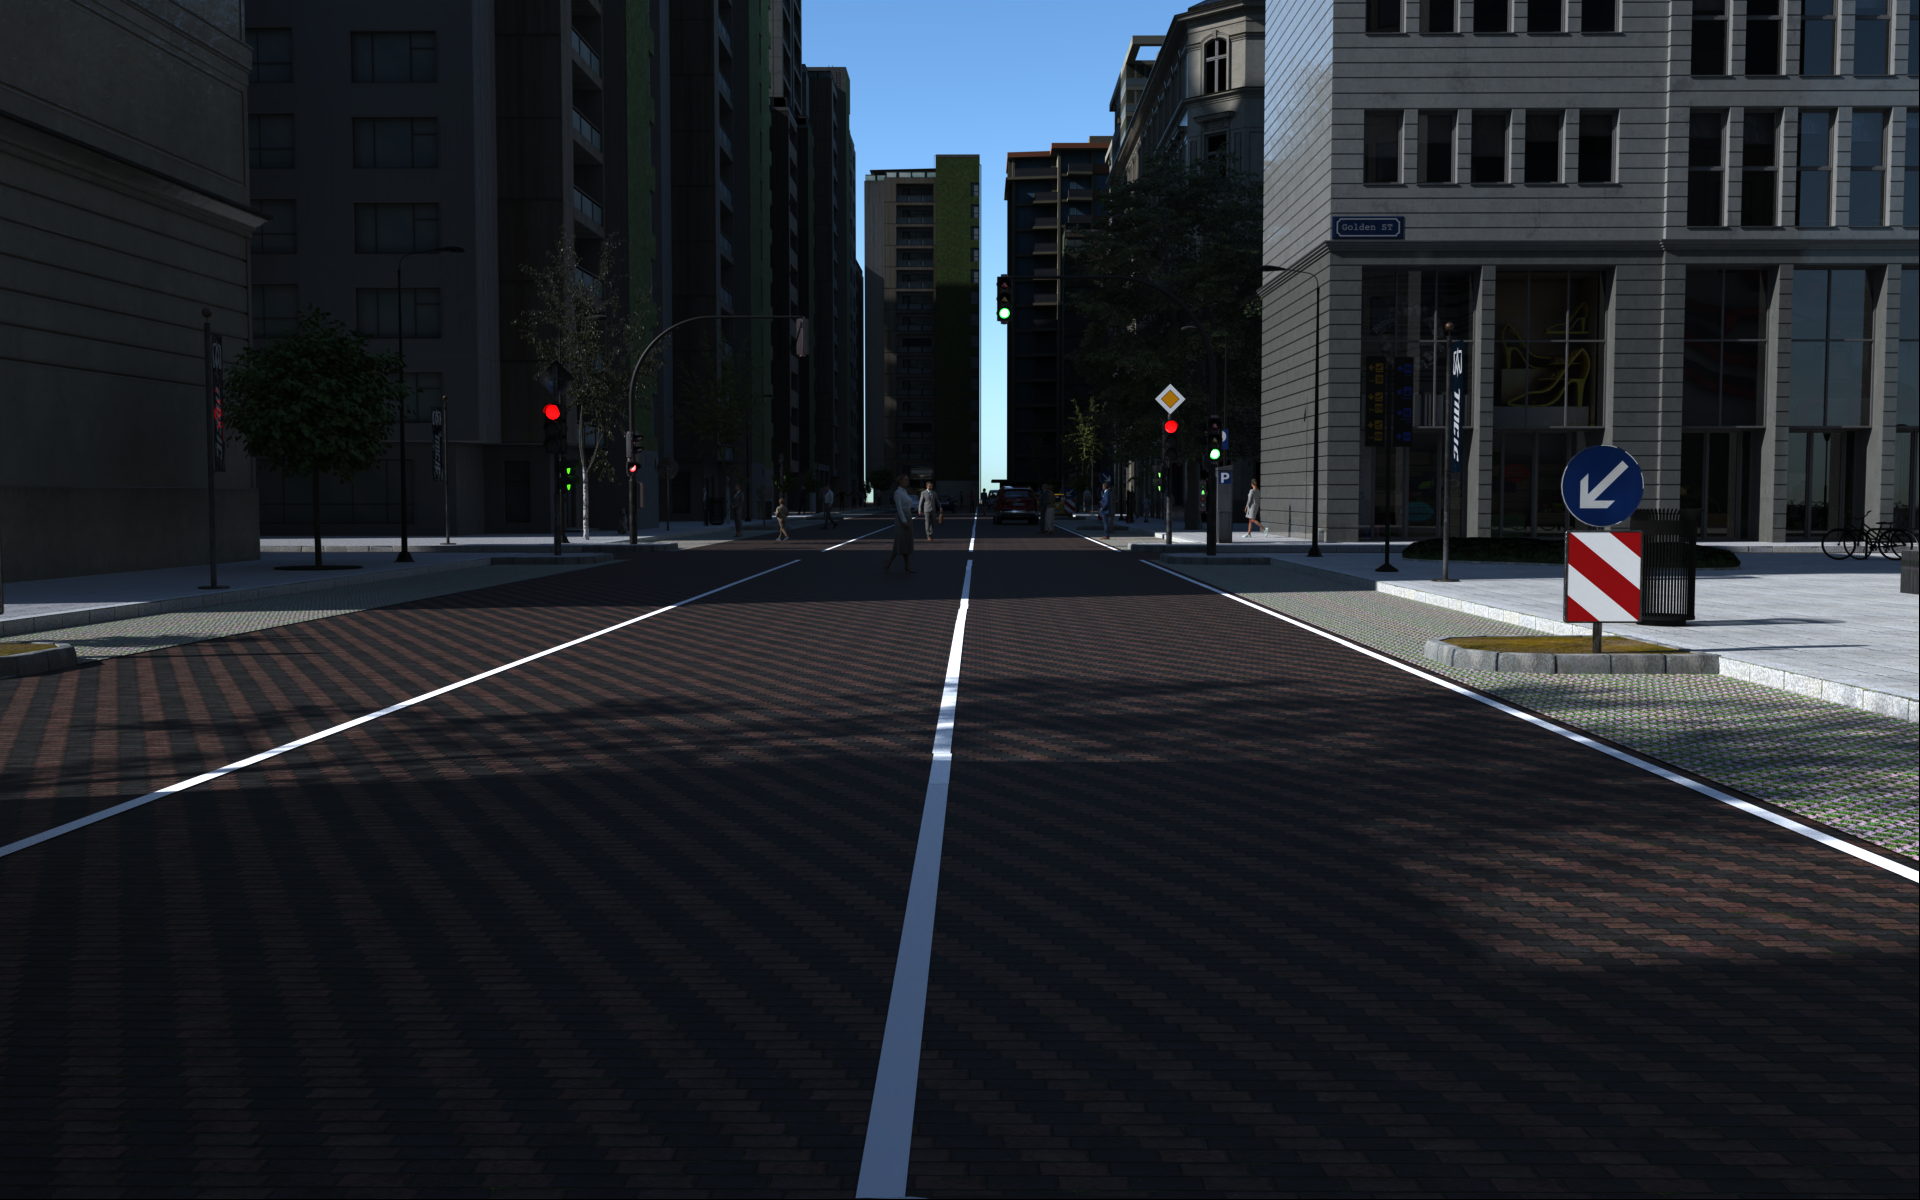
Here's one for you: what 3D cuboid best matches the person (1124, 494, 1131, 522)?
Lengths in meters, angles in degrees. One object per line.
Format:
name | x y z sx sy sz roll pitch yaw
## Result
person | 7.834 -4.255 79.880 0.640 1.303 0.475 3 4 38

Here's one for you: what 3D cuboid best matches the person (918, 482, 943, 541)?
person | -0.906 -2.728 53.227 0.709 1.813 0.853 -2 4 -28

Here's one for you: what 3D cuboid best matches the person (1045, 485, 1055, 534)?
person | 3.204 -3.242 62.053 0.362 1.759 0.519 2 4 26

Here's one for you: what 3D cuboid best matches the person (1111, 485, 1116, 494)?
person | 8.503 -5.638 98.245 0.660 1.820 0.620 1 4 12

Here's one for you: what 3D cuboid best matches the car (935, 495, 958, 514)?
car | -1.154 -6.989 126.856 1.945 1.354 3.894 0 4 1

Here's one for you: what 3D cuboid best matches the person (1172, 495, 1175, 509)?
person | 9.087 -4.086 75.450 0.523 1.515 0.503 0 4 -4

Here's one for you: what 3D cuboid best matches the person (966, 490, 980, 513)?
person | 0.980 -7.536 132.429 1.217 1.743 0.721 -2 4 -28

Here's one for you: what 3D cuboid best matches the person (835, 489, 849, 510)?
person | -9.323 -7.930 136.516 1.217 1.723 0.721 1 4 9

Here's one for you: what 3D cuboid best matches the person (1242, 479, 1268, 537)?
person | 8.724 -2.713 51.153 0.760 1.731 0.466 1 4 11

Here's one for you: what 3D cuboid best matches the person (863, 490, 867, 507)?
person | -9.250 -9.991 170.218 0.721 1.723 1.217 0 4 5

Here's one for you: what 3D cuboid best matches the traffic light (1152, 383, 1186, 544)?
traffic light | 5.318 -3.376 44.111 0.839 4.253 0.868 0 4 1

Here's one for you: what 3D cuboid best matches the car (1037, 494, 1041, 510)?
car | 6.224 -7.945 140.122 2.015 1.641 3.980 0 4 0

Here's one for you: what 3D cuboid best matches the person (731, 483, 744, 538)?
person | -7.377 -2.950 57.012 0.520 1.790 0.573 2 4 24

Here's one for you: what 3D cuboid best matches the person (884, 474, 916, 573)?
person | -1.097 -1.392 31.493 0.641 1.798 0.478 2 4 30

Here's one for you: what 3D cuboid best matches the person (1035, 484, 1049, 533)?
person | 3.033 -3.358 63.576 0.590 1.801 0.661 1 4 11

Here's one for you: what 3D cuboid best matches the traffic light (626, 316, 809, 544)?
traffic light | -6.249 -4.256 44.257 4.771 5.953 1.251 0 4 1

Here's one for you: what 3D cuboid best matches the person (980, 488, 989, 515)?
person | 1.659 -6.795 119.626 0.581 1.822 0.654 1 4 17

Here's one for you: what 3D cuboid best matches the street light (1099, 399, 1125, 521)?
street light | 7.270 -6.797 83.665 1.470 5.913 1.316 0 4 1

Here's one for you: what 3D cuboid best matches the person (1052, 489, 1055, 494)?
person | 8.732 -9.489 161.913 1.217 1.743 0.721 3 5 42

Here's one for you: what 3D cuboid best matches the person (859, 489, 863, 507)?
person | -10.021 -10.326 174.860 0.705 1.826 1.348 0 4 8

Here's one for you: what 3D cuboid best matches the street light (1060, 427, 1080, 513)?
street light | 7.573 -8.972 119.237 1.470 5.913 1.316 0 4 1

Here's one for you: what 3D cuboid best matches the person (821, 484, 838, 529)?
person | -5.396 -3.826 71.150 0.850 1.850 0.679 -2 4 -34

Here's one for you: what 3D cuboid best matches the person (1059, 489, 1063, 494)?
person | 8.692 -8.589 147.203 0.721 1.736 1.217 2 4 26

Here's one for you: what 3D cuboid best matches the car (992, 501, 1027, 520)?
car | 2.848 -5.243 97.730 2.014 1.417 4.499 0 4 -1

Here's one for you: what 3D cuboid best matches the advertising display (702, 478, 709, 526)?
advertising display | -10.288 -3.970 70.128 0.123 1.923 0.974 -1 4 -17

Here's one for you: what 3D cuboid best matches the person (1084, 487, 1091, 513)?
person | 8.762 -6.924 119.474 0.478 1.798 0.641 2 4 29

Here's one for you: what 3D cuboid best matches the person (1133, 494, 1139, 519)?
person | 8.954 -4.846 89.543 0.640 1.303 0.475 1 4 18

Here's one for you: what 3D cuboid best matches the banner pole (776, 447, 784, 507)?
banner pole | -9.568 -6.235 91.953 0.401 3.779 0.863 2 4 29

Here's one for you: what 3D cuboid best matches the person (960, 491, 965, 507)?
person | 0.251 -11.112 190.962 0.721 1.735 1.217 -2 4 -25

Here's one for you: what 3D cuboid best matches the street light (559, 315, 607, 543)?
street light | -9.854 -4.440 45.142 1.470 5.913 1.316 0 4 1

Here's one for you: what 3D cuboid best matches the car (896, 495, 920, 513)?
car | -3.971 -7.452 134.196 2.083 1.381 4.827 0 4 0

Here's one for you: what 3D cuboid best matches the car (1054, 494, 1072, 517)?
car | 5.782 -5.665 102.846 2.015 1.641 3.980 0 4 2

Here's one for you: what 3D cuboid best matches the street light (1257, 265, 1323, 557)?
street light | 6.731 -3.840 35.326 1.470 5.913 1.316 0 4 1

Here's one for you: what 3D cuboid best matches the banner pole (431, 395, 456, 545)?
banner pole | -13.092 -3.285 43.730 0.401 3.779 0.863 1 4 17

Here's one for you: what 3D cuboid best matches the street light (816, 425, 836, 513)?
street light | -9.035 -8.802 116.451 1.470 5.913 1.316 0 4 1

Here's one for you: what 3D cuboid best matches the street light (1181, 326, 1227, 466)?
street light | 6.827 -4.622 48.110 1.470 5.913 1.316 0 4 1

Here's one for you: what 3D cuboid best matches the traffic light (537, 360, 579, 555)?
traffic light | -8.430 -2.895 36.260 0.839 4.253 0.868 0 4 1

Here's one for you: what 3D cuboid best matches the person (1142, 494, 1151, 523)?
person | 8.423 -4.145 78.095 0.425 1.301 0.394 1 4 11

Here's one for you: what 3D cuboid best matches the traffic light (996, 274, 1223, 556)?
traffic light | 3.138 -3.752 36.008 4.771 5.953 1.251 0 4 1

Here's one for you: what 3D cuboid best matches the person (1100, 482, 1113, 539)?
person | 4.600 -2.798 54.434 0.419 1.800 0.721 1 4 8

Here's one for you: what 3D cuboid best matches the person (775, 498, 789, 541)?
person | -5.477 -2.477 53.275 0.640 1.303 0.475 3 5 39

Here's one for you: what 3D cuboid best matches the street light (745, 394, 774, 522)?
street light | -9.387 -6.627 80.895 1.470 5.913 1.316 0 4 1

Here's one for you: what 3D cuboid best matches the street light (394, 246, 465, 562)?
street light | -9.955 -3.670 32.547 1.470 5.913 1.316 0 4 1

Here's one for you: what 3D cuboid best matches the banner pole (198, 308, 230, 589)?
banner pole | -10.160 -2.057 23.643 0.401 3.779 0.863 0 4 -6

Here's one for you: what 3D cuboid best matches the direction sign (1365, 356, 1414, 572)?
direction sign | 7.066 -2.236 28.560 0.876 3.537 0.379 -1 4 -18

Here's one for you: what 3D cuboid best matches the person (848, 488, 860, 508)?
person | -9.839 -9.440 160.475 1.348 1.812 0.705 1 4 17

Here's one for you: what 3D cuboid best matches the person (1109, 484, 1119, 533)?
person | 5.583 -3.318 63.089 0.374 1.781 0.599 2 4 29

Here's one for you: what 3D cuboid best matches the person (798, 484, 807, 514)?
person | -9.953 -6.359 109.366 0.648 1.900 0.474 2 4 29

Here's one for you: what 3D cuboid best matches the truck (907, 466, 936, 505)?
truck | -3.810 -11.343 174.373 2.839 4.237 11.283 0 4 0

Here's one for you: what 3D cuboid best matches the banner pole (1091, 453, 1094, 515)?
banner pole | 7.955 -6.995 104.382 0.401 3.779 0.863 1 4 13

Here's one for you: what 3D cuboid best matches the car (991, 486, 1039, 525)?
car | 2.657 -4.542 82.942 2.281 1.827 5.304 0 4 -1

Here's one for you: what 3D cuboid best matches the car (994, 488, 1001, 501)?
car | 3.321 -6.637 117.184 2.281 1.827 5.304 0 4 2
